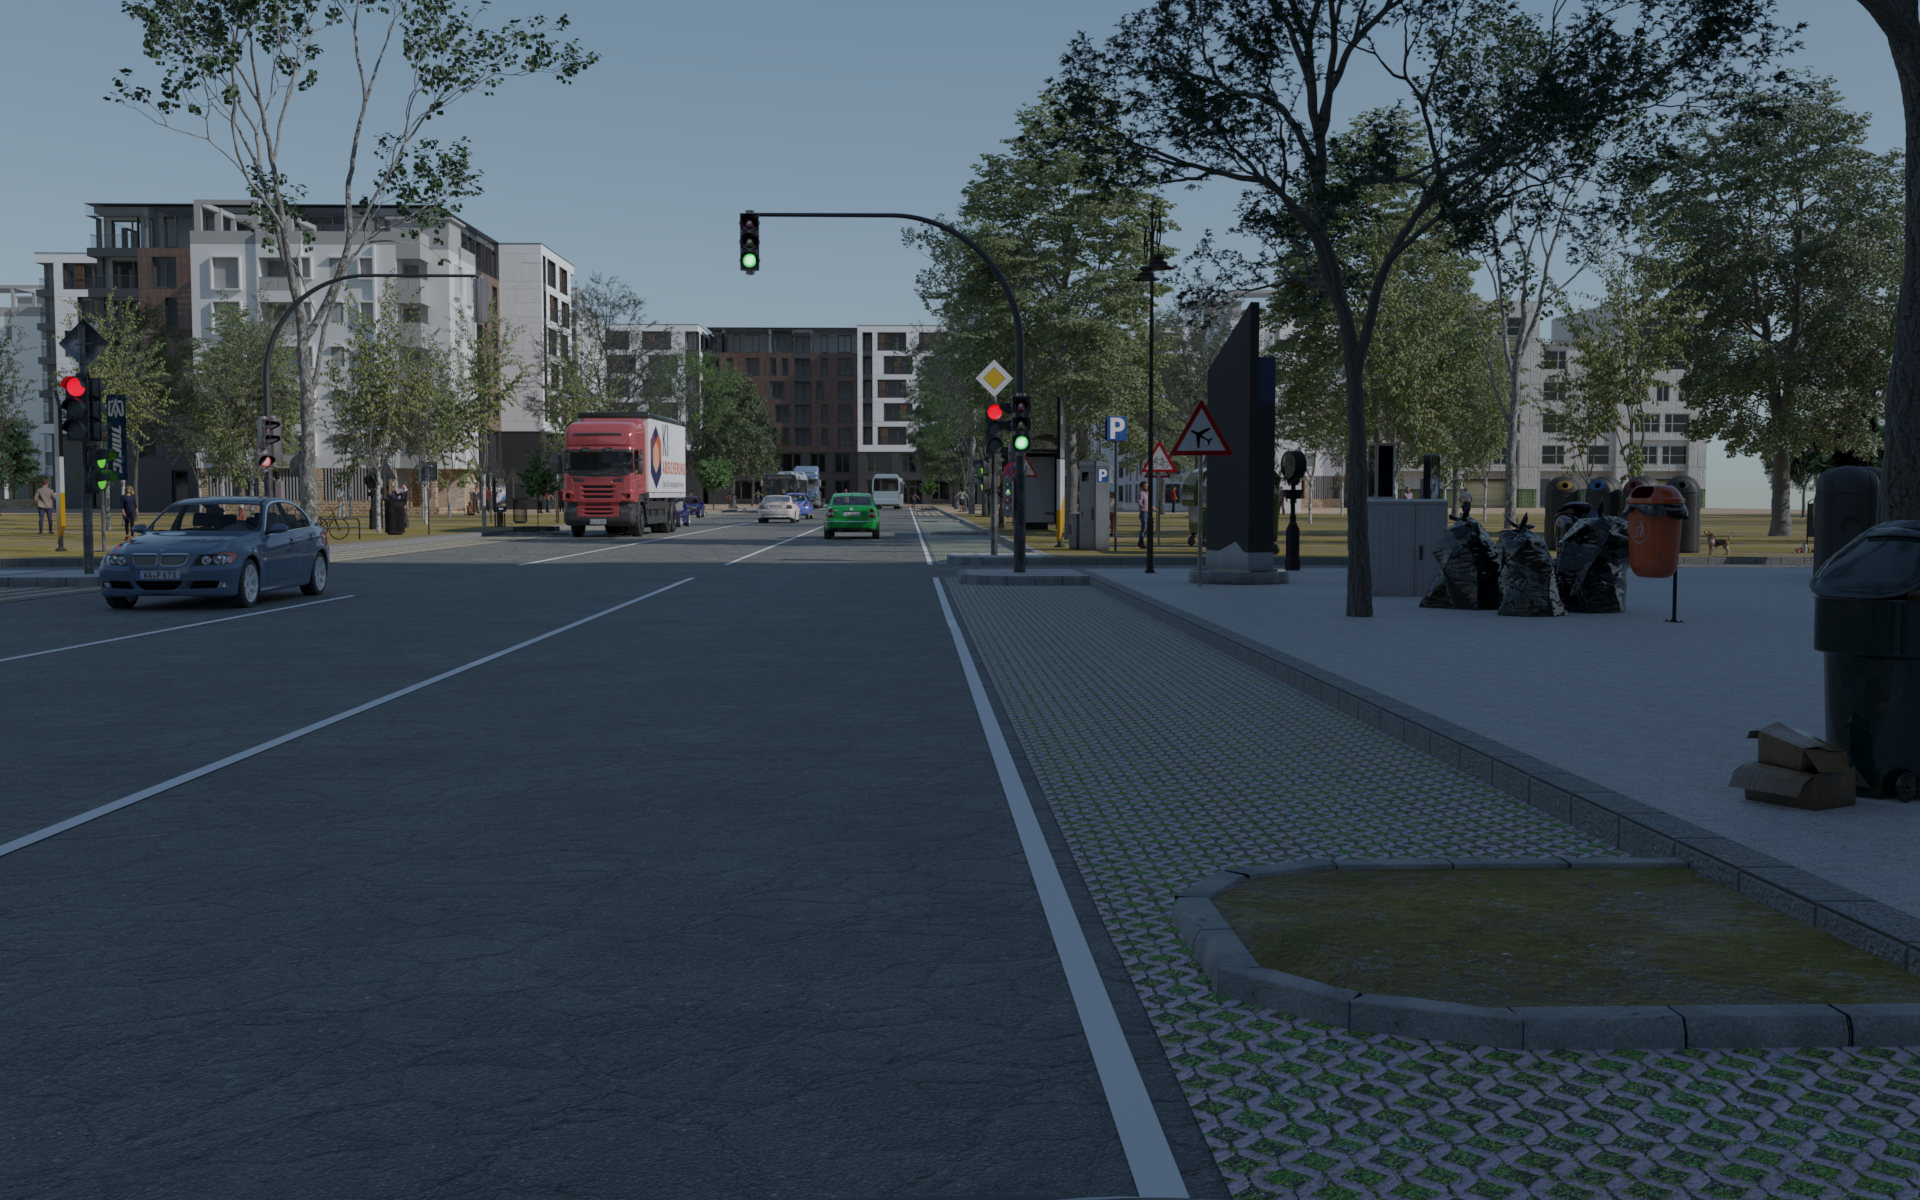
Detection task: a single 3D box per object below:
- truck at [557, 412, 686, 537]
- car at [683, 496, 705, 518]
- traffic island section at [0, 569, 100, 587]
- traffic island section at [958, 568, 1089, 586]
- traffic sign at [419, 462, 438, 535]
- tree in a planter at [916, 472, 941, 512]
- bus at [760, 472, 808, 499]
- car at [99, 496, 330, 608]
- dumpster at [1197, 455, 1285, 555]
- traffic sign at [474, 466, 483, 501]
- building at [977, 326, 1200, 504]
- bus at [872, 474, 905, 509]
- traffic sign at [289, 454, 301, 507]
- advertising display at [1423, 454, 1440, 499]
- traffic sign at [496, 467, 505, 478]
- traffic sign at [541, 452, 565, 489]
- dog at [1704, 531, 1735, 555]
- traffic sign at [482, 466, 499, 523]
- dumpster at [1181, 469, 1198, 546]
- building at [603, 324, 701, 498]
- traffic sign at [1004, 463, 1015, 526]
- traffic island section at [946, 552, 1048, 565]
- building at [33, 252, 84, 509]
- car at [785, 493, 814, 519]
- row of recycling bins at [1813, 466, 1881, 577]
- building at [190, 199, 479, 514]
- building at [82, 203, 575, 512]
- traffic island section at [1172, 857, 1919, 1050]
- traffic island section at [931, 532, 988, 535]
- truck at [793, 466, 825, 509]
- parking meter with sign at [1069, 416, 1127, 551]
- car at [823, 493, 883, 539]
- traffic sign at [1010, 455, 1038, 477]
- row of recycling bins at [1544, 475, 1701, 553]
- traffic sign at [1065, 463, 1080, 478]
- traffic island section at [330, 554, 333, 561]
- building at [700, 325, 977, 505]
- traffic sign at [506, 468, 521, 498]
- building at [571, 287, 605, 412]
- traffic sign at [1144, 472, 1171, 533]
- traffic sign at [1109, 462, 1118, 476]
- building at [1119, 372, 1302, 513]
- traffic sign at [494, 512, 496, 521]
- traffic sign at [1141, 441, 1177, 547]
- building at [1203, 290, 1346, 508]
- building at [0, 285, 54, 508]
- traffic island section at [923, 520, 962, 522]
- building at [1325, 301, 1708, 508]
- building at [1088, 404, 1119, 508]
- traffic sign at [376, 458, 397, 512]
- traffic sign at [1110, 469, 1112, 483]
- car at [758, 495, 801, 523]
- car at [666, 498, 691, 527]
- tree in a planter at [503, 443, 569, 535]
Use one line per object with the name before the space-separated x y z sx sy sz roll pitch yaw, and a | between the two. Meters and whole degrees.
truck | -11.838 -4.439 61.496 2.839 4.237 11.283 0 3 0
car | -16.284 -5.581 103.828 1.945 1.354 3.894 0 4 -3
traffic island section | -14.046 -0.344 27.902 2.009 0.180 2.903 0 4 -2
traffic island section | 0.988 -0.372 28.371 2.009 0.180 2.903 0 4 -2
traffic sign | -16.809 -3.219 54.763 0.606 2.300 0.079 0 4 2
tree in a planter | -2.477 -8.612 138.026 1.991 3.239 1.994 0 4 -2
bus | -13.841 -8.738 137.725 2.948 3.499 13.247 0 4 -1
car | -9.880 -0.691 23.294 2.014 1.417 4.499 0 4 -3
dumpster | 6.099 -2.130 37.325 1.502 2.255 1.985 0 4 -2
traffic sign | -21.625 -4.788 78.397 0.768 2.556 0.104 0 4 2
building | 18.024 -23.249 224.095 32.646 21.610 27.936 0 4 -2
bus | -6.862 -10.491 166.390 2.948 3.499 13.247 0 4 0
traffic sign | -20.882 -3.352 54.904 0.768 2.556 0.104 0 4 4
advertising display | 7.724 -1.418 28.400 0.123 1.923 0.974 2 4 24
traffic sign | -21.518 -4.921 80.572 0.768 2.556 0.104 0 4 8
traffic sign | -19.377 -5.553 84.670 2.265 3.308 0.079 0 4 7
dog | 15.973 -1.200 36.450 0.540 0.507 0.406 -3 5 -40
traffic sign | -20.983 -4.729 77.424 0.768 2.556 0.104 0 4 7
dumpster | 6.273 -2.428 42.188 1.502 2.255 1.985 0 4 -2
building | -48.102 -23.089 221.484 32.646 21.610 27.936 0 4 -2
traffic sign | 2.127 -4.224 69.167 0.768 2.556 0.104 0 4 8
traffic island section | 0.736 -0.861 36.352 2.009 0.180 2.903 0 4 -2
building | -62.068 -19.179 157.546 32.646 21.610 27.936 0 4 -2
car | -9.322 -5.468 98.989 1.945 1.707 3.694 0 3 0
row of recycling bins | 13.973 -1.174 26.304 3.534 1.692 1.069 -3 5 -41
building | -41.099 -15.887 116.171 16.016 20.091 11.380 0 4 -2
building | -47.845 -18.017 138.550 27.936 21.610 32.646 0 4 -2
traffic island section | 1.712 1.066 5.430 1.991 0.108 1.994 0 4 -2
traffic island section | -0.038 -2.333 61.005 1.991 0.108 1.994 0 4 -2
truck | -15.049 -11.225 173.294 2.967 4.110 18.799 0 4 -2
parking meter with sign | 3.078 -2.643 39.474 0.543 3.016 1.738 -2 4 -29
car | -3.499 -2.913 56.429 1.959 1.807 4.718 0 4 -2
traffic sign | 1.992 -3.310 54.120 0.884 2.594 0.081 0 4 6
row of recycling bins | 14.811 -1.939 38.819 3.534 1.692 1.069 3 5 44
traffic sign | 3.639 -3.454 56.477 0.884 2.594 0.081 0 4 2
traffic island section | -14.298 -0.832 35.883 2.009 0.180 2.903 0 4 -2
building | -14.992 -23.182 222.996 32.646 21.610 27.936 0 4 -2
traffic sign | -22.293 -5.288 86.468 0.884 2.594 0.081 0 4 2
building | -40.276 -18.869 164.930 11.380 20.091 16.016 0 4 -2
traffic sign | 6.428 -3.454 56.484 0.884 2.594 0.081 0 4 -2
traffic sign | 6.026 -4.304 70.098 0.795 2.593 0.064 0 4 5
building | 18.641 -11.647 132.580 9.099 9.664 28.070 0 4 -2
traffic sign | -21.975 -4.996 81.784 0.768 2.556 0.104 0 3 0
traffic sign | 4.840 -2.577 42.141 0.884 2.594 0.081 0 4 -1
building | 29.828 -18.995 166.986 11.380 20.091 16.016 0 4 -2
building | -84.271 -18.767 163.262 11.380 20.091 16.016 0 4 -2
traffic island section | -0.903 -4.010 88.429 1.991 0.108 1.994 0 4 -2
building | 52.735 -18.384 167.028 31.486 18.905 16.747 0 4 -2
building | 17.685 -13.360 160.581 9.099 9.664 28.070 0 4 -2
traffic sign | -20.927 -3.855 63.040 0.884 2.594 0.081 0 4 7
traffic sign | 5.766 -4.088 68.974 0.606 2.300 0.079 0 4 7
car | -9.050 -4.545 86.668 2.083 1.381 4.827 0 4 -1
car | -12.864 -3.864 75.757 1.945 1.354 3.894 0 4 0
tree in a planter | -14.752 -3.866 60.437 1.991 3.239 1.994 0 4 -2
